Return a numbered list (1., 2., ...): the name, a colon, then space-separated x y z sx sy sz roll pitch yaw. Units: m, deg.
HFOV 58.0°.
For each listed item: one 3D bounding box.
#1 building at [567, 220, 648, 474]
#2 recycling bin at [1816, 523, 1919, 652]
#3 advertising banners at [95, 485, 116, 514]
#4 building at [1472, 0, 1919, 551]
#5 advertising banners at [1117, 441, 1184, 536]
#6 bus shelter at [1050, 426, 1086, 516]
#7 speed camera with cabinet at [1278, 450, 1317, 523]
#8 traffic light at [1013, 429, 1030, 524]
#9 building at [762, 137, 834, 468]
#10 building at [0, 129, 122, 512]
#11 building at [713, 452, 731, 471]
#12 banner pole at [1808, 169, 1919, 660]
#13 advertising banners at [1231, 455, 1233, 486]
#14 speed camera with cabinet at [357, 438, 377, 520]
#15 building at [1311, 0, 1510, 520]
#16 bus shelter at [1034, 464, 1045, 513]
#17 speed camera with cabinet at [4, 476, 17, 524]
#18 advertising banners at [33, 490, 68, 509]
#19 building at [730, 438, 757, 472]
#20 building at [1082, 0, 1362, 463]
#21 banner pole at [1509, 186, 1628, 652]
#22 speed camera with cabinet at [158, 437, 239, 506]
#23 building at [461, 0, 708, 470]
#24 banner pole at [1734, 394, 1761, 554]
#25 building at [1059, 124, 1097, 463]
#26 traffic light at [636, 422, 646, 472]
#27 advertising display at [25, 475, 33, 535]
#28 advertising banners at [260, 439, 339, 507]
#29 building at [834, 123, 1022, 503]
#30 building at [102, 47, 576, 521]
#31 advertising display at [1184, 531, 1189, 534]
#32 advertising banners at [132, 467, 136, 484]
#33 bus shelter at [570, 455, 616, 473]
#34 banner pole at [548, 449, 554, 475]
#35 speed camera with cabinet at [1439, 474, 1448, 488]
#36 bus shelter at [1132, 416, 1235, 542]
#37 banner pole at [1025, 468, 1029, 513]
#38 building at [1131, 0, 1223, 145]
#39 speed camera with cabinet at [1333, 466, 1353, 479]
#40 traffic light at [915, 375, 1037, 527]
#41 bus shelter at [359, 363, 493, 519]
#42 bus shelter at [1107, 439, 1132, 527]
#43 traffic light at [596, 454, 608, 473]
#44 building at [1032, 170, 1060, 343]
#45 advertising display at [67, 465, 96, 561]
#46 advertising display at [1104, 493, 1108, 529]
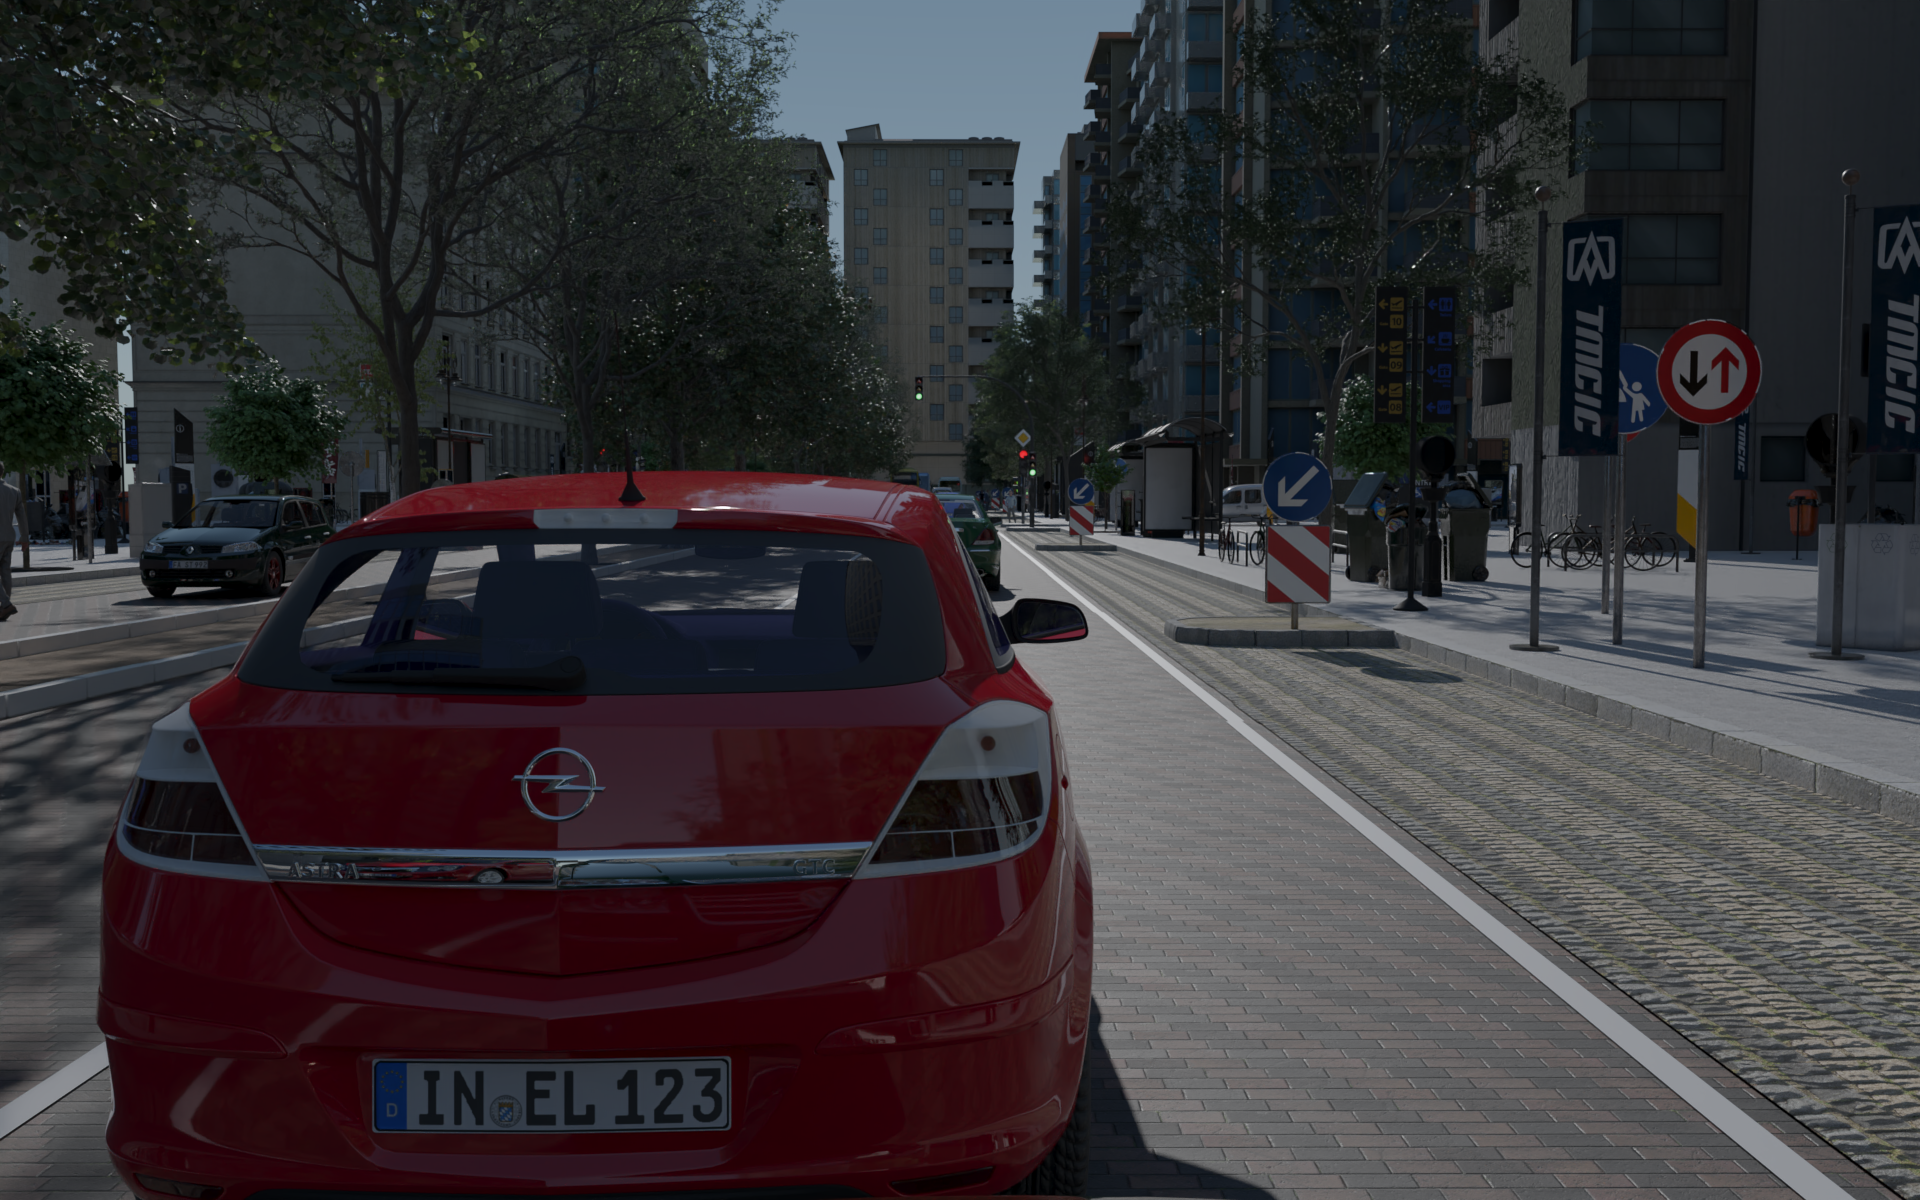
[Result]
1. building: -31.378 -19.034 130.295 14.460 24.649 34.723 0 4 0
2. recycling bin: 7.702 -0.120 14.508 0.722 1.027 0.722 -3 4 -36
3. advertising banners: -27.766 -3.647 55.809 0.090 3.025 2.074 0 4 8
4. building: 20.884 -16.715 44.992 14.160 30.474 14.107 0 4 0
5. advertising banners: 5.847 -3.472 52.959 2.074 3.025 0.090 0 4 -8
6. bus shelter: 6.388 -7.494 100.160 2.179 5.291 8.768 0 4 0
7. speed camera with cabinet: 14.995 -5.055 76.979 2.038 3.252 0.660 0 4 4
8. traffic light: 2.702 -5.239 74.580 0.839 4.253 0.868 0 4 0
9. building: -30.797 -40.699 254.666 27.495 52.752 28.713 0 4 0
10. building: -52.923 -14.161 86.286 16.860 20.320 10.420 0 4 0
11. building: -31.477 -30.233 177.904 14.154 41.232 14.086 0 4 0
12. banner pole: 7.051 -1.425 13.312 0.863 3.779 0.401 2 4 32
13. advertising banners: 12.231 -4.977 77.562 0.090 3.025 2.074 1 4 13
14. speed camera with cabinet: -20.879 -4.076 60.984 0.660 3.252 2.038 -1 4 -18
15. building: 27.243 -26.861 93.796 28.867 44.769 22.147 0 4 0
16. bus shelter: 6.194 -8.991 124.631 2.179 5.291 8.768 0 4 0
17. speed camera with cabinet: -41.588 -4.953 75.313 0.660 3.252 2.038 -3 5 -42
18. advertising banners: -32.860 -4.123 63.604 2.074 3.025 0.090 -2 4 -32
19. building: -39.148 -21.996 204.672 28.899 21.520 27.650 0 4 0
20. building: 23.135 -31.174 164.318 22.147 44.769 28.867 0 4 0
21. banner pole: 4.934 -1.471 14.060 0.863 3.779 0.401 2 4 31
22. speed camera with cabinet: -22.089 -3.423 50.295 2.038 3.252 0.660 -1 4 -15
23. building: -35.191 -32.792 159.851 21.300 48.544 21.600 0 4 0
24. banner pole: 16.893 -2.887 37.216 0.401 3.779 0.863 -1 4 -13
25. building: 19.405 -34.265 210.347 14.600 45.320 14.200 0 4 0
26. traffic light: -11.668 -6.107 74.520 4.771 5.953 1.251 0 4 0
27. advertising display: -29.220 -3.003 54.319 0.123 1.923 0.974 -3 4 -37
28. advertising banners: -16.644 -2.911 43.776 2.074 3.025 0.090 0 4 1
29. building: -3.301 -40.693 254.561 27.495 52.752 28.713 0 4 0
30. building: -32.456 -16.120 96.849 16.112 22.955 30.059 0 4 0
31. advertising display: 7.102 -3.086 55.664 0.123 1.923 0.974 -2 4 -27
32. advertising banners: -53.209 -7.130 112.759 0.090 3.025 2.074 1 4 10
33. bus shelter: -16.445 -5.277 80.198 2.014 3.302 5.546 0 4 0
34. banner pole: -22.582 -6.462 95.666 0.401 3.779 0.863 1 4 14
35. speed camera with cabinet: 21.222 -4.883 74.169 2.038 3.252 0.660 0 4 6
36. bus shelter: 6.127 -3.299 47.858 2.014 3.302 5.546 0 3 0
37. banner pole: 4.554 -7.766 116.997 0.401 3.779 0.863 -2 4 -23
38. building: 25.131 -31.460 133.978 23.786 49.044 30.456 0 4 0
39. speed camera with cabinet: 11.601 -3.444 50.643 0.660 3.252 2.038 3 4 39
40. traffic light: 0.654 -5.613 66.442 4.771 5.953 1.251 0 4 0
41. bus shelter: -17.243 -4.768 55.596 2.179 5.291 8.768 0 3 0
42. bus shelter: 6.528 -4.314 64.453 2.014 3.302 5.546 0 4 0
43. traffic light: -13.715 -4.744 66.489 0.839 4.253 0.868 0 4 0
44. building: 25.733 -38.696 252.285 30.456 49.044 23.786 0 4 0
45. advertising display: -17.101 -1.745 33.747 0.123 1.923 0.974 0 4 -5
46. advertising display: 5.362 -3.564 63.482 0.123 1.923 0.974 0 4 4
